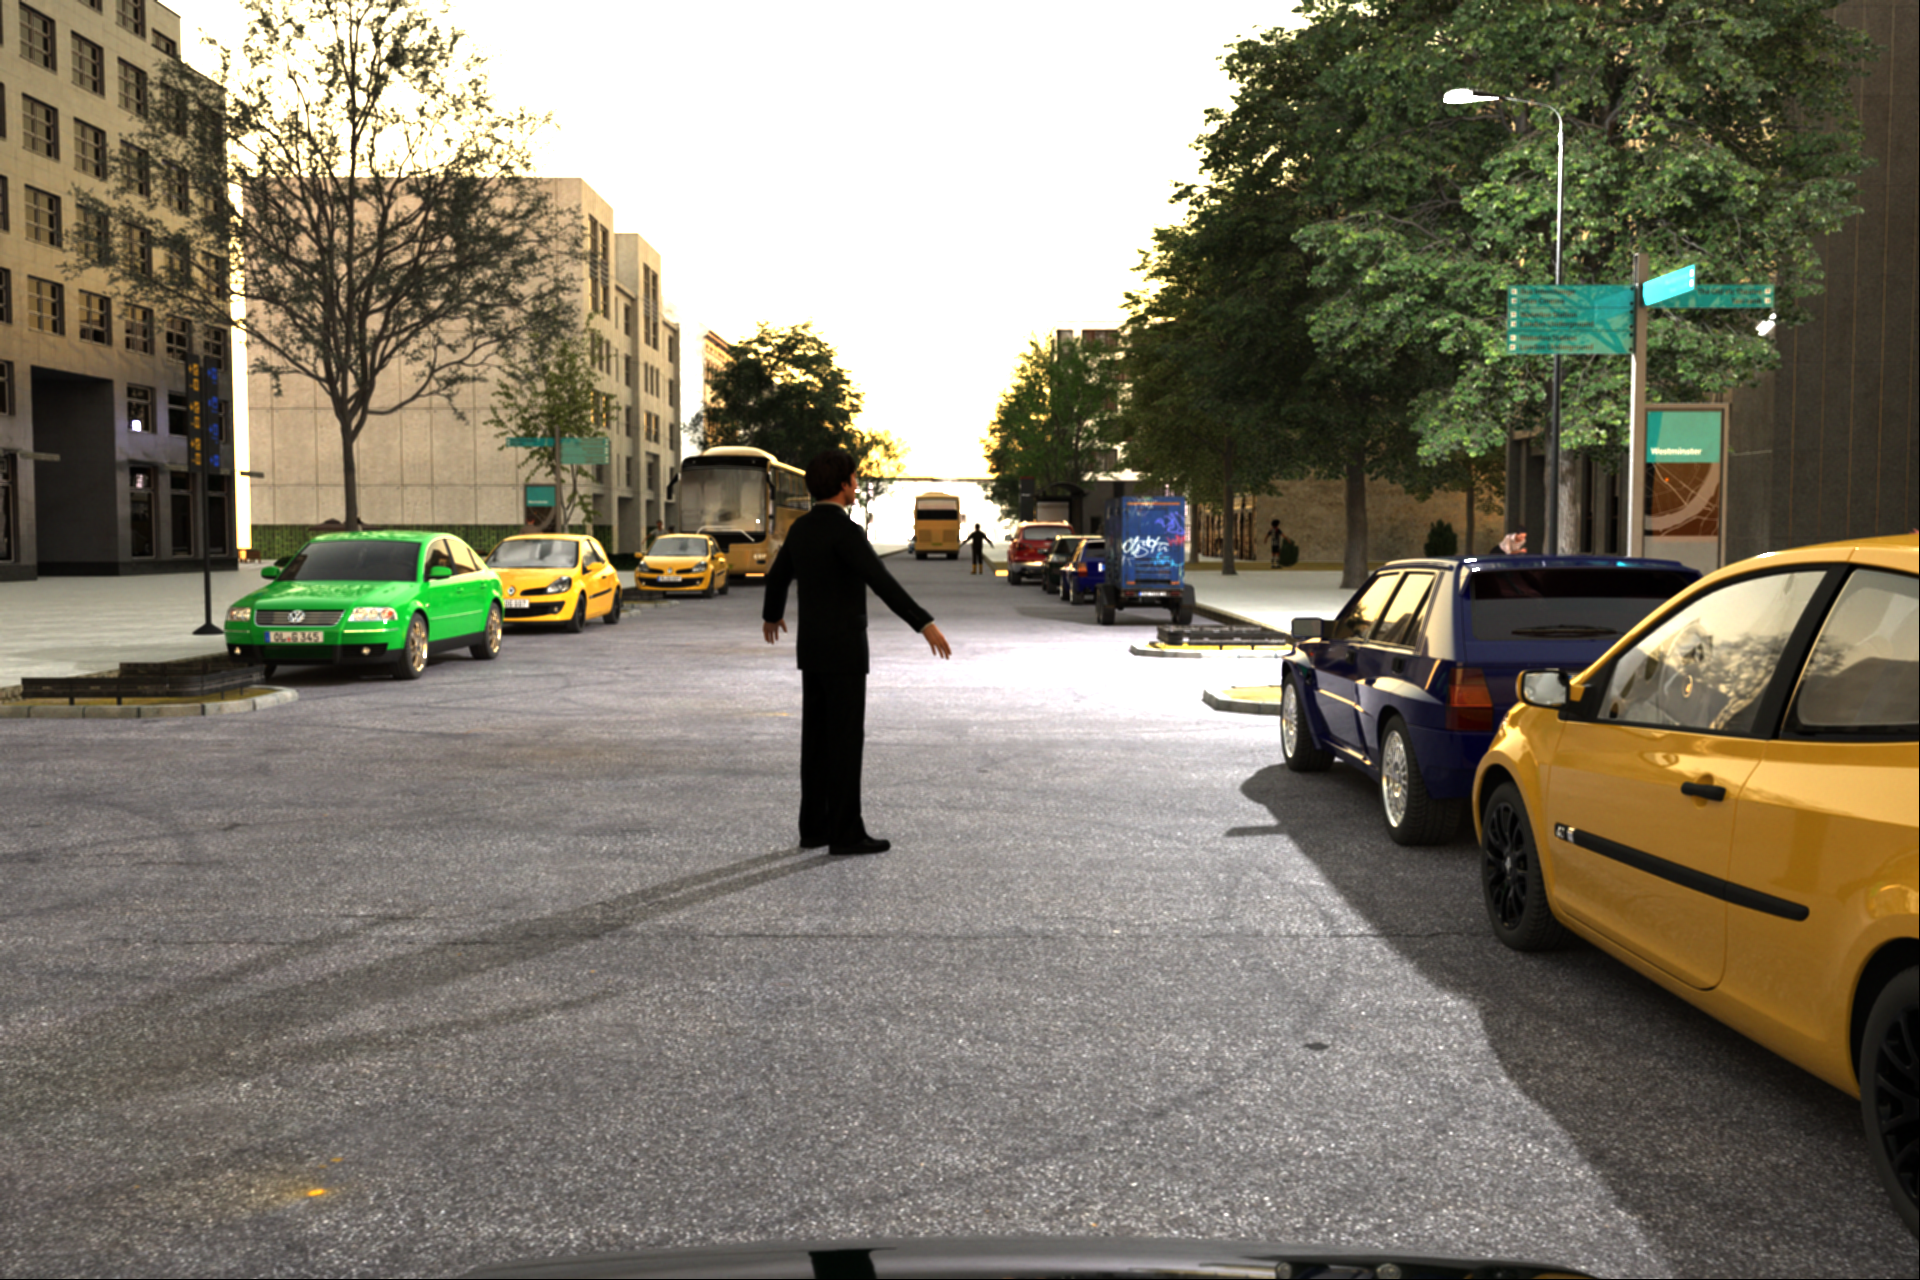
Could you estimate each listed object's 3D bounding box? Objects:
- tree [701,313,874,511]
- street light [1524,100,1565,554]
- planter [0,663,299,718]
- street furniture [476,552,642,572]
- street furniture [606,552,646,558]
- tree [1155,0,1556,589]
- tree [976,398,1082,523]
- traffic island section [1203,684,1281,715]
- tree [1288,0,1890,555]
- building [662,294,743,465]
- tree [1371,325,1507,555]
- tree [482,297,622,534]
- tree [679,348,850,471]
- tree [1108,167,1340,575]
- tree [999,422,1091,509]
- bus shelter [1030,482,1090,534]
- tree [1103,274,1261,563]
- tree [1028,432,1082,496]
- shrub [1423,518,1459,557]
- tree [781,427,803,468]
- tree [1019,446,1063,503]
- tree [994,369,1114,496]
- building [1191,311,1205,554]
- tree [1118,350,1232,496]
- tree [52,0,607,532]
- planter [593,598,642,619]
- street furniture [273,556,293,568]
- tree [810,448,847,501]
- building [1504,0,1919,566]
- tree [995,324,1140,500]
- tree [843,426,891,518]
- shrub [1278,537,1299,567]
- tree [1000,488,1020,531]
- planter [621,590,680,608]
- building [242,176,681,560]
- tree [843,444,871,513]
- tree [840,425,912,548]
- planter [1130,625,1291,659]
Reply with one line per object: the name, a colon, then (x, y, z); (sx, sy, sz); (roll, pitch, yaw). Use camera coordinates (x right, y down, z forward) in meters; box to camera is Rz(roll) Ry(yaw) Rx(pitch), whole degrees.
tree: (-9.845, -11.767, 99.052); (9.857, 13.997, 8.962); (0, 3, 0)
street light: (6.828, -2.794, 18.221); (1.470, 5.913, 1.316); (0, 4, 0)
planter: (-6.705, 0.408, 14.472); (1.991, 0.319, 1.994); (0, 4, 1)
street furniture: (-12.474, -2.830, 61.903); (10.072, 0.657, 5.734); (0, 4, 2)
street furniture: (-15.487, -3.500, 72.848); (5.734, 0.657, 10.072); (1, 4, 10)
tree: (9.259, -8.170, 40.242); (9.857, 13.997, 8.962); (0, 3, 0)
tree: (6.090, -14.981, 151.596); (9.857, 13.997, 8.962); (0, 3, 0)
traffic island section: (3.090, 0.506, 14.594); (1.991, 0.108, 1.994); (0, 4, 0)
tree: (9.366, -7.332, 26.528); (9.857, 13.997, 8.962); (0, 3, 0)
building: (-27.952, -18.708, 136.800); (19.493, 23.208, 18.063); (0, 4, 1)
tree: (20.538, -9.338, 70.811); (7.486, 12.596, 7.792); (0, 3, 0)
tree: (-12.280, -6.294, 53.267); (4.737, 8.622, 4.395); (0, 3, 0)
tree: (-9.637, -9.293, 86.352); (8.767, 10.594, 7.601); (-1, 4, -13)
tree: (8.315, -8.306, 53.923); (7.486, 12.596, 7.792); (0, 3, 0)
tree: (6.731, -12.131, 132.760); (8.767, 10.594, 7.601); (3, 5, 45)
bus shelter: (3.949, -4.625, 69.543); (2.014, 3.302, 5.546); (0, 4, -1)
tree: (10.185, -9.647, 75.850); (7.486, 12.596, 7.792); (0, 3, 0)
tree: (5.707, -10.238, 117.757); (4.360, 8.622, 3.978); (0, 3, 0)
shrub: (21.987, -4.571, 79.153); (1.690, 2.028, 1.600); (0, 3, 0)
tree: (-9.599, -9.664, 108.373); (4.737, 8.622, 4.395); (0, 3, 0)
tree: (6.187, -11.732, 142.174); (4.360, 8.622, 3.978); (0, 3, 0)
tree: (5.786, -10.944, 104.684); (9.928, 11.665, 9.643); (0, 3, 0)
building: (25.091, -17.006, 108.972); (19.493, 23.208, 18.063); (0, 4, 0)
tree: (7.836, -6.887, 62.961); (4.737, 8.622, 4.395); (0, 3, 0)
tree: (-12.276, -7.601, 34.648); (12.009, 13.543, 11.850); (0, 3, 0)
planter: (-6.644, -0.556, 30.236); (1.991, 0.319, 1.994); (0, 4, 1)
street furniture: (-22.865, -3.189, 67.770); (5.734, 0.657, 10.072); (1, 4, 10)
tree: (-10.040, -10.119, 115.812); (4.360, 8.622, 3.978); (0, 3, 0)
building: (25.241, -14.266, 50.506); (12.078, 24.872, 19.932); (0, 4, 0)
tree: (5.638, -9.793, 85.869); (9.928, 11.665, 9.643); (0, 3, 0)
tree: (-9.193, -12.611, 140.596); (7.601, 10.594, 8.767); (-3, 5, -42)
shrub: (12.806, -3.468, 67.819); (1.383, 1.207, 1.383); (0, 3, 0)
tree: (5.608, -13.247, 166.945); (4.737, 8.622, 4.395); (0, 3, 0)
planter: (-6.645, -0.812, 34.410); (1.991, 0.319, 1.994); (0, 3, 0)
building: (-27.183, -14.390, 101.737); (16.747, 18.905, 31.486); (0, 4, 0)
tree: (-8.983, -10.896, 128.517); (4.737, 8.622, 4.395); (0, 3, 0)
tree: (-8.681, -14.601, 164.486); (9.928, 11.665, 9.643); (0, 3, 0)
planter: (3.074, 0.019, 20.823); (1.991, 0.319, 1.994); (0, 4, 0)
